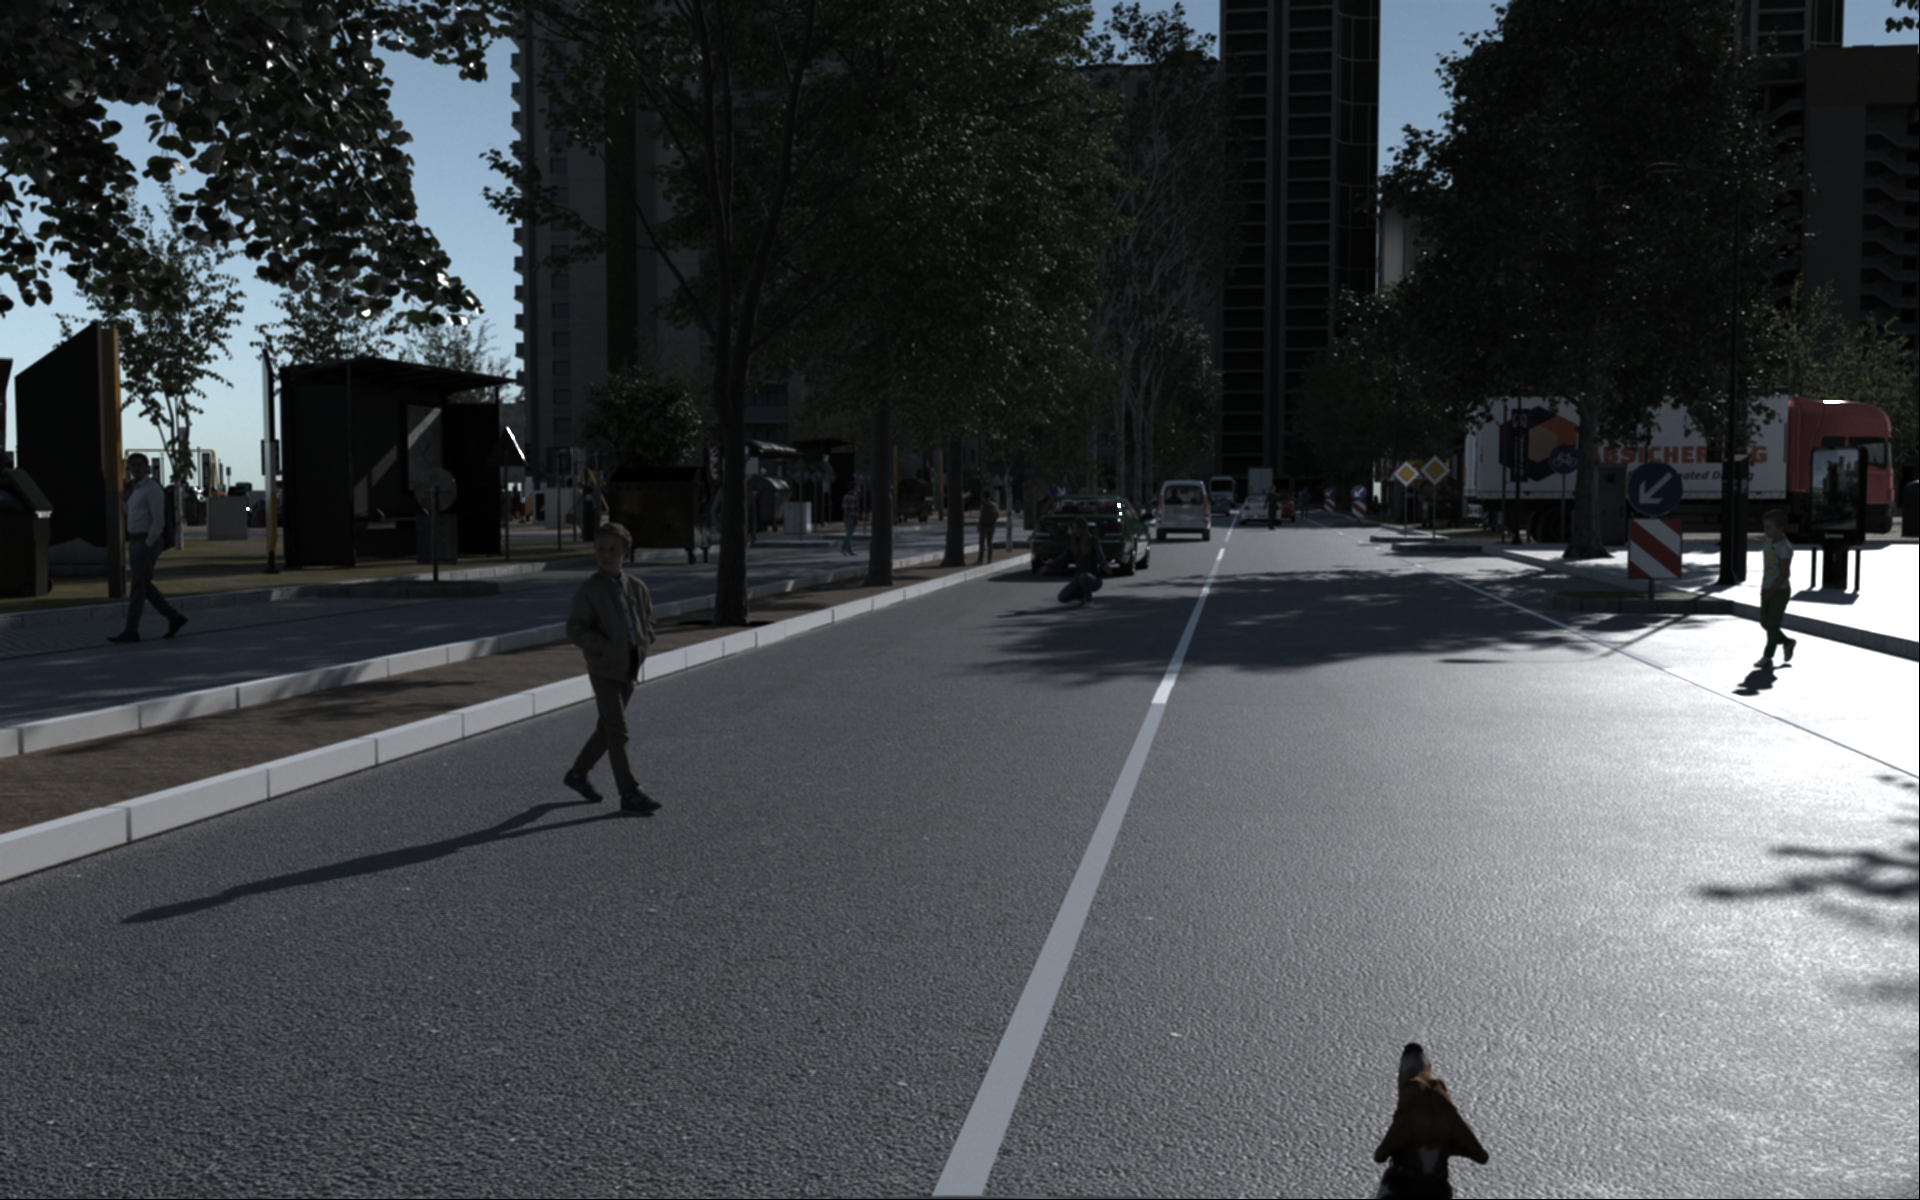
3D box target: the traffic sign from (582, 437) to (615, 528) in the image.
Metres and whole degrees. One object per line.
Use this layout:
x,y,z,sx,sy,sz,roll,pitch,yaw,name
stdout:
-8.018,-2.339,38.346,0.768,2.556,0.104,1,4,11,traffic sign

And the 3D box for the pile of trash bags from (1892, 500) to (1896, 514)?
57.938,-6.161,110.482,3.447,1.369,1.912,3,5,41,pile of trash bags

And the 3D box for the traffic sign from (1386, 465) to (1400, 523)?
19.482,-4.738,77.470,0.884,2.594,0.081,1,4,16,traffic sign

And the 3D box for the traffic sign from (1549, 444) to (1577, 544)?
15.484,-2.711,44.427,0.768,2.556,0.104,1,4,11,traffic sign

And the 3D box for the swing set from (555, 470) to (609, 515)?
-19.445,-5.520,87.871,2.862,2.851,3.119,0,4,6,swing set

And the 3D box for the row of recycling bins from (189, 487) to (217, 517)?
-42.921,-5.424,95.798,3.534,1.692,1.069,-1,4,-13,row of recycling bins

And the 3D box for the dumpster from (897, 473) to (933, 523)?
-2.120,-4.627,78.141,1.502,2.255,1.985,1,4,9,dumpster

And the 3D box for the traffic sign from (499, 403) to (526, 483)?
-10.846,-2.763,39.046,2.265,3.308,0.079,1,4,14,traffic sign

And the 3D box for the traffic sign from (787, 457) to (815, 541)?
-4.308,-2.648,46.930,0.795,2.450,0.064,1,4,9,traffic sign

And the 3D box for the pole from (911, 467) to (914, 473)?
-3.538,-8.320,129.870,0.158,3.312,0.155,0,3,0,pole

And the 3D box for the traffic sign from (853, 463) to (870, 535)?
-3.010,-3.129,54.809,0.795,2.450,0.064,1,4,9,traffic sign

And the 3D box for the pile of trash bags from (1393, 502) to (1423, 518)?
23.633,-4.910,90.035,1.912,1.369,3.447,1,4,9,pile of trash bags

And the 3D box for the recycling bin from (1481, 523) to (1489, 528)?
20.512,-3.295,66.425,0.722,1.027,0.722,-2,4,-24,recycling bin

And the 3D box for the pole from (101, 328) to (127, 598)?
-10.471,-1.687,21.429,0.158,3.312,0.155,0,3,0,pole

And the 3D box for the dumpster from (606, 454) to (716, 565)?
-6.126,-1.866,35.465,1.985,2.255,1.502,1,4,10,dumpster

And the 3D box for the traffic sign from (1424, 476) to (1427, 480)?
26.441,-5.941,97.247,0.768,2.556,0.104,1,4,11,traffic sign

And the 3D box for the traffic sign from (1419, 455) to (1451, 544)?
12.112,-2.481,44.213,0.795,2.450,0.064,1,4,9,traffic sign

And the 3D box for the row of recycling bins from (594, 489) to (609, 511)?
-28.336,-7.811,134.825,3.534,1.692,1.069,1,4,20,row of recycling bins

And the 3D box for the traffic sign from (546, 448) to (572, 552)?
-8.839,-2.205,38.174,0.606,2.300,0.079,1,4,13,traffic sign

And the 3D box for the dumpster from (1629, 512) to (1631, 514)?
20.340,-3.183,54.534,1.502,2.255,1.985,1,4,9,dumpster

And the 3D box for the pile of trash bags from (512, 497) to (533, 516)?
-25.473,-5.709,103.096,3.447,1.369,1.912,1,4,22,pile of trash bags

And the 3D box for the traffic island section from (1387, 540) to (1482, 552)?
12.136,-1.346,44.286,2.009,0.180,2.903,1,4,9,traffic island section

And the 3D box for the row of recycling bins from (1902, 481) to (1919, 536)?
31.086,-2.837,53.494,3.534,1.692,1.069,1,4,9,row of recycling bins

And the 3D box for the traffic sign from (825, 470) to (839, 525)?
-5.364,-4.291,71.336,0.795,2.450,0.064,1,4,12,traffic sign

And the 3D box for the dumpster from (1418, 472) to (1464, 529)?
18.109,-3.838,65.245,1.502,2.255,1.985,1,4,9,dumpster

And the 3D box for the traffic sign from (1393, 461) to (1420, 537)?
13.411,-2.963,52.092,0.795,2.450,0.064,1,4,9,traffic sign

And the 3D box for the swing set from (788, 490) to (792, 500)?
-7.637,-5.611,89.360,2.862,2.851,3.119,0,4,6,swing set

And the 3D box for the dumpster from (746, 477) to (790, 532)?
-6.613,-3.254,58.969,1.264,1.857,1.865,1,4,10,dumpster

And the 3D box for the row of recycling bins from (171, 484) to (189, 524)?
-34.490,-4.014,72.737,3.534,1.692,1.069,-2,4,-28,row of recycling bins

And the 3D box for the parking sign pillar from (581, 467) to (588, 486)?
-21.822,-6.848,100.430,1.447,3.967,1.447,-1,4,-14,parking sign pillar

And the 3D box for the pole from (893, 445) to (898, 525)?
-2.706,-4.790,72.164,0.158,3.312,0.155,0,3,0,pole

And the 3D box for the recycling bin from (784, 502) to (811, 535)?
-5.166,-2.608,55.194,0.722,1.027,0.722,1,4,9,recycling bin

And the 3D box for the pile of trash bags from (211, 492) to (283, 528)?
-27.130,-3.447,66.114,1.912,1.369,3.447,2,4,24,pile of trash bags

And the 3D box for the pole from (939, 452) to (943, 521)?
-0.915,-5.474,83.337,0.158,3.312,0.155,0,3,0,pole

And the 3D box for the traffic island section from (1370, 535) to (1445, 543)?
13.435,-1.828,52.166,2.009,0.180,2.903,1,4,9,traffic island section

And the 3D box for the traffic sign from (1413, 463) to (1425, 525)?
18.954,-4.414,72.165,0.884,2.594,0.081,1,4,17,traffic sign

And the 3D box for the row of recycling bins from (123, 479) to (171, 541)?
-22.880,-2.428,46.813,1.069,1.692,3.534,0,4,5,row of recycling bins

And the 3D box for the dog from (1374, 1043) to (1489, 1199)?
0.720,1.050,3.034,0.748,0.427,0.550,-2,4,-33,dog

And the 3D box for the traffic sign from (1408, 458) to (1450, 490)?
26.395,-6.346,97.628,2.265,3.308,0.079,1,4,13,traffic sign

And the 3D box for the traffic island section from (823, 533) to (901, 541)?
-3.034,-1.994,54.875,2.009,0.180,2.903,1,4,9,traffic island section

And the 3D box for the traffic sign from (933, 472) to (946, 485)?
-1.139,-5.939,97.201,0.768,2.556,0.104,1,4,19,traffic sign

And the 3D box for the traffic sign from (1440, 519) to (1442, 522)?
21.808,-4.791,78.447,0.768,2.556,0.104,1,4,19,traffic sign

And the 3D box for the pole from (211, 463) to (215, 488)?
-49.128,-7.345,113.934,0.158,3.312,0.155,0,3,0,pole

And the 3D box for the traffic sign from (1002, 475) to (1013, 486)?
3.087,-6.876,112.527,0.768,2.556,0.104,1,4,10,traffic sign

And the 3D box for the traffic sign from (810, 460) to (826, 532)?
-4.933,-3.537,59.012,0.795,2.450,0.064,1,4,15,traffic sign

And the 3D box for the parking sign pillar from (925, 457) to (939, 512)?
-2.220,-8.425,126.224,1.447,3.967,1.447,1,4,13,parking sign pillar

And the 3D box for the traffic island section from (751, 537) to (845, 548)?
-4.333,-1.512,46.996,2.009,0.180,2.903,1,4,9,traffic island section

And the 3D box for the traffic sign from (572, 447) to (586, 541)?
-10.528,-2.885,47.275,0.768,2.556,0.104,1,4,15,traffic sign

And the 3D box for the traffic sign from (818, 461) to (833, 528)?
-5.222,-4.027,65.950,0.768,2.556,0.104,1,4,16,traffic sign

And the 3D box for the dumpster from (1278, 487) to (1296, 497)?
36.715,-11.601,194.624,1.985,2.255,1.502,1,4,9,dumpster

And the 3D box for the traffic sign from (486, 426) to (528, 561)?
-8.719,-2.036,33.301,0.884,2.594,0.081,1,4,16,traffic sign

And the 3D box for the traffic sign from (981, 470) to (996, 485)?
1.548,-5.817,95.108,0.884,2.594,0.081,1,4,10,traffic sign

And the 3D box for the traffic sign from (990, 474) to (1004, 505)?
2.315,-6.663,108.936,0.884,2.594,0.081,1,4,19,traffic sign

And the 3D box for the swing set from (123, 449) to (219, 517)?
-27.671,-3.879,61.037,3.119,2.851,2.862,-1,4,-13,swing set
